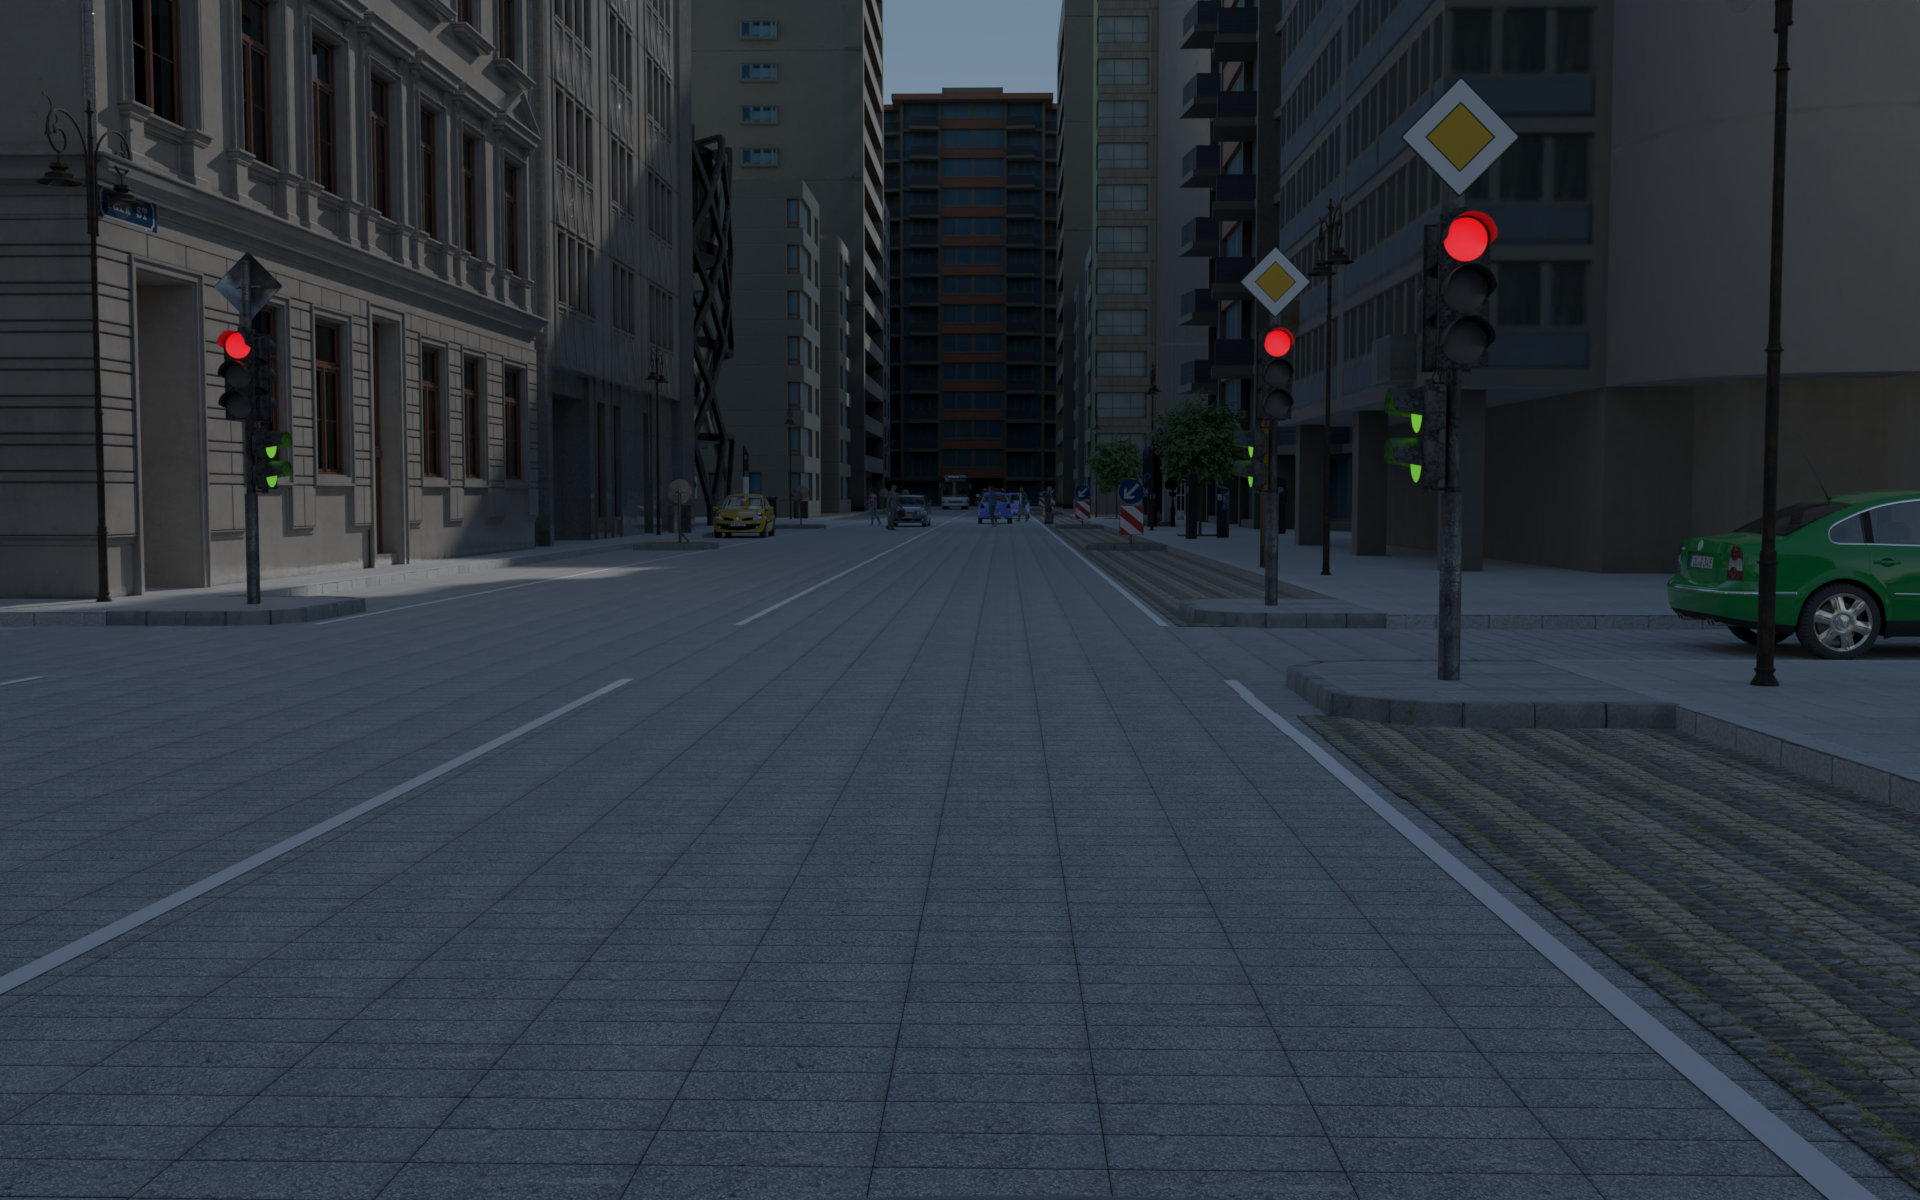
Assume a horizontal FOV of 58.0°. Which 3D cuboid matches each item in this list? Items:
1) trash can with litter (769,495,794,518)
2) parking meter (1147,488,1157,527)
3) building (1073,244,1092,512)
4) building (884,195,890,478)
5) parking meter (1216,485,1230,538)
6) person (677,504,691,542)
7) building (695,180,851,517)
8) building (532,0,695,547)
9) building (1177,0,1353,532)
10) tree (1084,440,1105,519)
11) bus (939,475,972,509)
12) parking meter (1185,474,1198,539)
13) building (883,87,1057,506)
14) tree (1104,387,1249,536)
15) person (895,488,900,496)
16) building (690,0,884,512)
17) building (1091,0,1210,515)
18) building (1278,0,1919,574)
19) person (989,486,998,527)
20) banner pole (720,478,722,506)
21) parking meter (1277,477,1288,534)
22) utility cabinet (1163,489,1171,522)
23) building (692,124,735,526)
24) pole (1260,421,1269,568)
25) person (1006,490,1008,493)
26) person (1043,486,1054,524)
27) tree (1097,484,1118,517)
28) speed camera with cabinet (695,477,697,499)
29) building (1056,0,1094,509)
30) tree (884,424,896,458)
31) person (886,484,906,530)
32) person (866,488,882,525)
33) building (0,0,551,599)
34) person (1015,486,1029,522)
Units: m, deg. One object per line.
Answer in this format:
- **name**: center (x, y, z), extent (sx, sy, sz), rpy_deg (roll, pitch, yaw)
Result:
- **trash can with litter**: center (-9.893, -5.037, 93.404), extent (2.233, 1.210, 1.678), rpy_deg (3, 4, 38)
- **parking meter**: center (7.508, -3.620, 67.594), extent (0.372, 1.533, 0.369), rpy_deg (0, 3, 0)
- **building**: center (23.246, -17.681, 134.117), extent (27.650, 21.520, 28.899), rpy_deg (0, 4, 1)
- **building**: center (-13.779, -23.984, 163.840), extent (14.107, 30.474, 14.160), rpy_deg (0, 4, 1)
- **parking meter**: center (7.719, -2.595, 50.844), extent (0.372, 1.533, 0.369), rpy_deg (0, 3, 0)
- **person**: center (-7.563, -2.041, 46.886), extent (0.505, 1.210, 0.382), rpy_deg (-3, 5, -45)
- **building**: center (-22.072, -16.222, 110.271), extent (27.650, 21.520, 28.899), rpy_deg (0, 4, 1)
- **building**: center (-15.748, -14.286, 51.593), extent (12.078, 24.808, 19.932), rpy_deg (0, 4, 1)
- **building**: center (20.524, -25.388, 69.724), extent (22.147, 44.769, 28.867), rpy_deg (0, 4, 1)
- **tree**: center (8.134, -6.496, 89.928), extent (4.285, 4.588, 4.351), rpy_deg (0, 3, 0)
- **bus**: center (-0.441, -10.334, 163.821), extent (2.948, 3.499, 13.247), rpy_deg (0, 4, 0)
- **parking meter**: center (6.614, -2.676, 49.468), extent (0.255, 1.863, 0.399), rpy_deg (-1, 4, -9)
- **building**: center (0.719, -32.717, 189.548), extent (28.867, 44.769, 22.147), rpy_deg (0, 4, 1)
- **tree**: center (7.311, -4.247, 53.154), extent (4.285, 4.588, 4.351), rpy_deg (0, 3, 0)
- **person**: center (-4.428, -6.828, 120.151), extent (1.348, 1.823, 0.705), rpy_deg (-1, 4, -12)
- **building**: center (-17.331, -31.301, 135.477), extent (21.300, 48.544, 21.600), rpy_deg (0, 4, 1)
- **building**: center (15.547, -26.218, 112.254), extent (14.154, 41.232, 14.086), rpy_deg (0, 4, 1)
- **building**: center (19.396, -20.859, 32.918), extent (23.993, 40.220, 32.217), rpy_deg (0, 4, 1)
- **person**: center (1.432, -4.054, 75.129), extent (0.444, 1.785, 0.601), rpy_deg (3, 5, 42)
- **banner pole**: center (-12.377, -6.098, 89.723), extent (0.401, 3.779, 0.863), rpy_deg (-1, 4, -10)
- **parking meter**: center (10.347, -3.063, 55.795), extent (0.399, 1.863, 0.255), rpy_deg (1, 4, 13)
- **utility cabinet**: center (8.515, -3.815, 71.061), extent (0.318, 1.500, 1.173), rpy_deg (0, 4, 5)
- **building**: center (-17.975, -12.441, 70.867), extent (16.820, 18.784, 16.811), rpy_deg (0, 4, 1)
- **pole**: center (5.325, -2.215, 30.055), extent (0.158, 3.312, 0.155), rpy_deg (0, 3, 0)
- **person**: center (4.028, -8.548, 148.284), extent (1.348, 1.821, 0.705), rpy_deg (2, 4, 34)
- **person**: center (4.172, -4.486, 82.067), extent (0.699, 1.804, 1.509), rpy_deg (1, 4, 11)
- **tree**: center (8.307, -6.363, 98.640), extent (1.663, 3.219, 1.824), rpy_deg (0, 3, 0)
- **speed camera with cabinet**: center (-13.832, -5.536, 84.845), extent (0.660, 3.252, 2.038), rpy_deg (3, 5, 41)
- **building**: center (19.834, -32.732, 158.864), extent (21.300, 48.544, 21.600), rpy_deg (0, 4, 1)
- **tree**: center (-7.927, -12.526, 155.160), extent (4.360, 8.622, 3.978), rpy_deg (0, 3, 0)
- **person**: center (-2.617, -3.652, 68.330), extent (0.853, 1.813, 0.709), rpy_deg (2, 4, 26)
- **person**: center (-3.949, -4.267, 79.101), extent (0.643, 1.720, 0.563), rpy_deg (2, 4, 29)
- **building**: center (-15.165, -11.876, 30.333), extent (11.583, 22.565, 21.152), rpy_deg (0, 4, 1)
- **person**: center (3.154, -4.827, 87.413), extent (0.713, 1.824, 0.794), rpy_deg (-1, 4, -21)
